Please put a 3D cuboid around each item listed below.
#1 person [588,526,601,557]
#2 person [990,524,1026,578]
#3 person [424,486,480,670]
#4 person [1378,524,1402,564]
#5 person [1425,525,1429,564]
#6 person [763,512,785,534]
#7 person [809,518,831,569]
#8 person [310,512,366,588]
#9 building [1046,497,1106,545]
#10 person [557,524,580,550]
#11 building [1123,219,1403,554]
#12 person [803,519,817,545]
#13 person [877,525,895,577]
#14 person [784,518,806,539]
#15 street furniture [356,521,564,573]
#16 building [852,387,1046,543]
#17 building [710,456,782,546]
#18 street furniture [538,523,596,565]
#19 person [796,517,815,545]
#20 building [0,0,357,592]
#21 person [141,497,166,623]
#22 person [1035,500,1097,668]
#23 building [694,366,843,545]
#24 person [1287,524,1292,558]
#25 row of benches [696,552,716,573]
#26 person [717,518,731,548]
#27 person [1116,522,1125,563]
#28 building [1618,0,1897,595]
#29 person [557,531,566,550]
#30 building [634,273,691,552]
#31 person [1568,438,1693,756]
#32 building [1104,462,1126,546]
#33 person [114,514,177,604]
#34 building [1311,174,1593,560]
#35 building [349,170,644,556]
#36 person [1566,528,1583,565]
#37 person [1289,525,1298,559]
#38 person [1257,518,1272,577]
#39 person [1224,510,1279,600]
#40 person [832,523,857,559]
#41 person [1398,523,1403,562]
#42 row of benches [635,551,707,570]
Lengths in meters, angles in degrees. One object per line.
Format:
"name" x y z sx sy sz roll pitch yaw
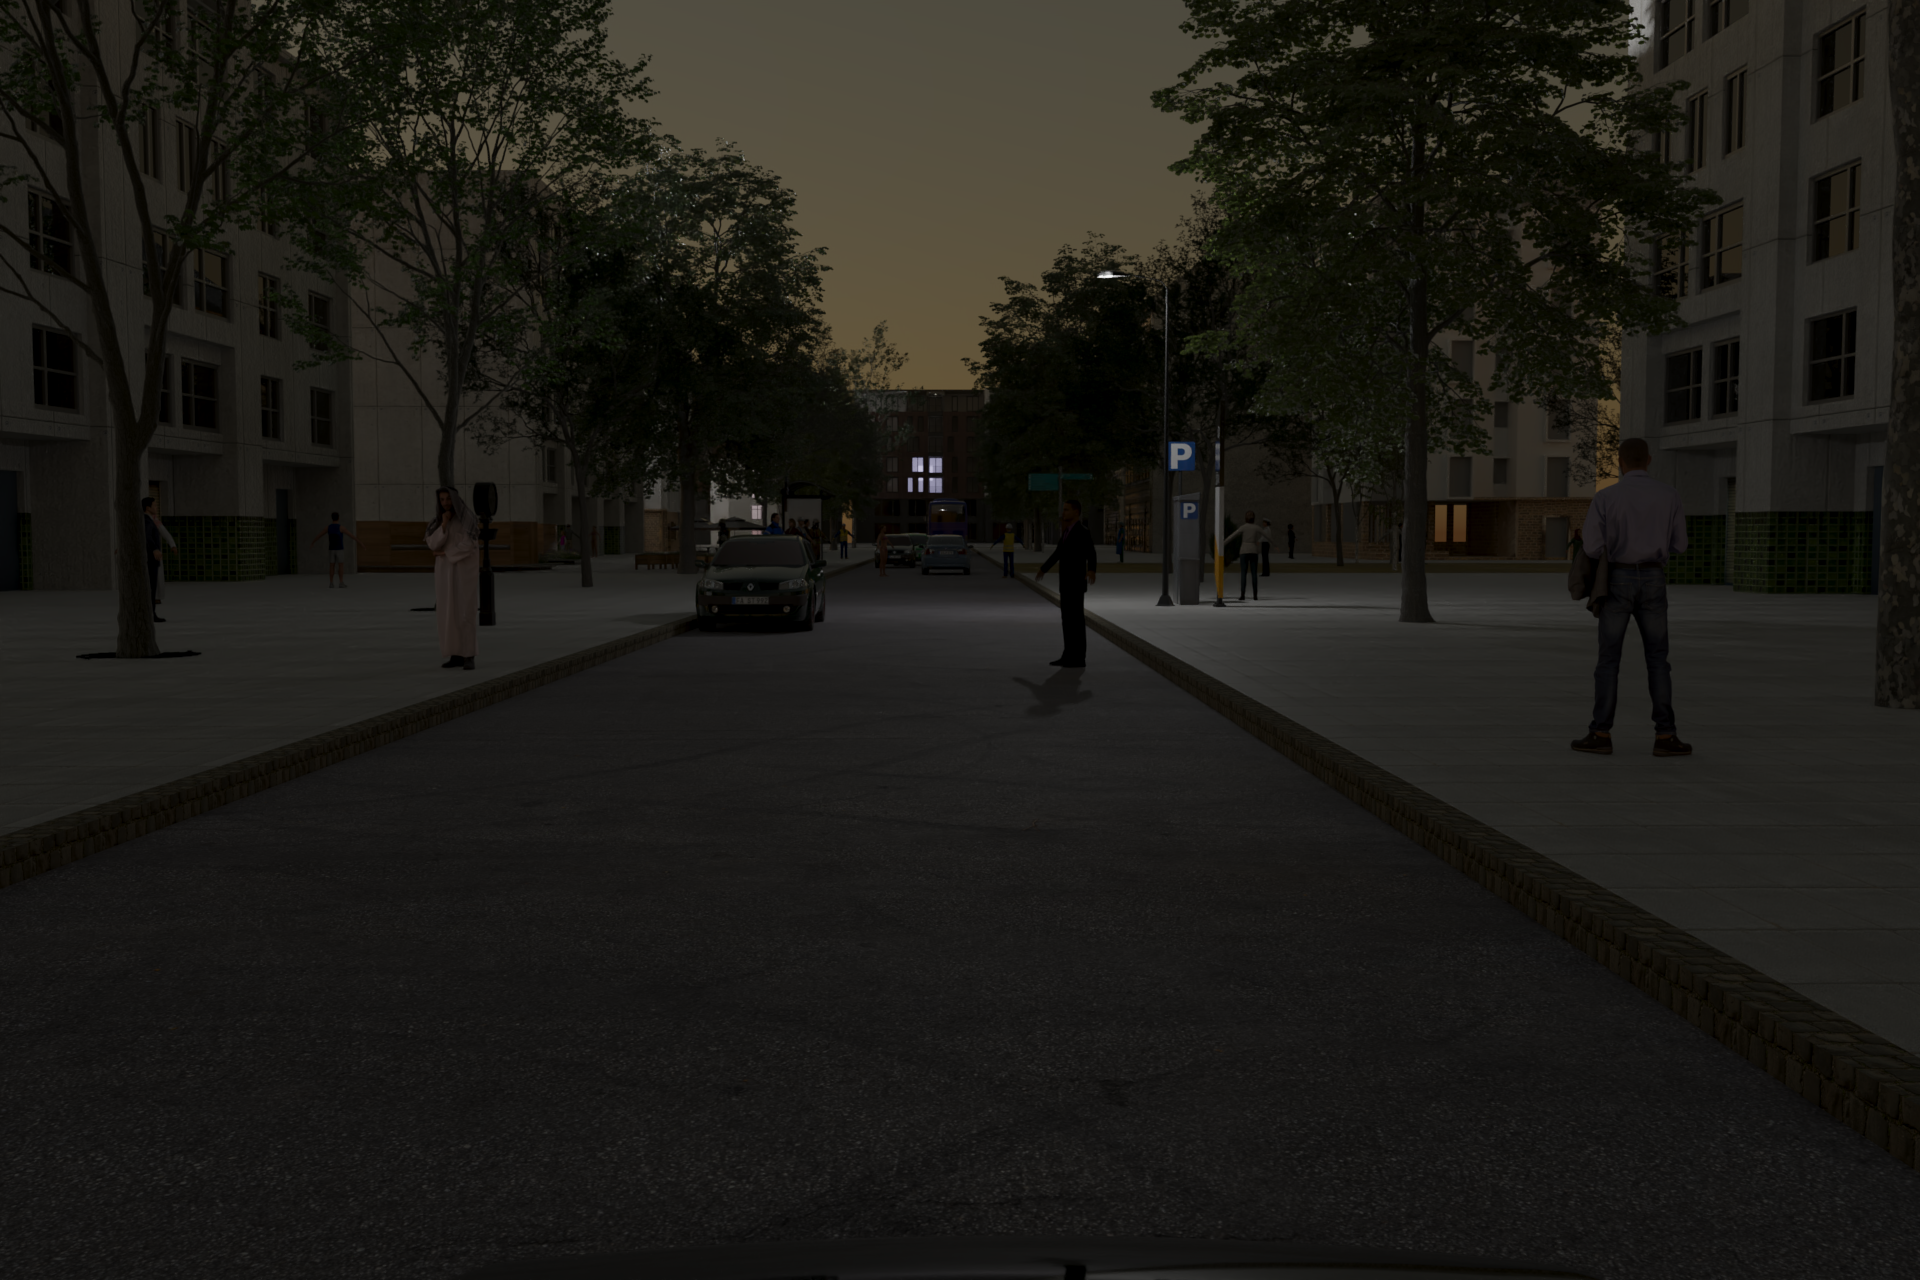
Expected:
"person" -20.116 -5.393 94.972 1.217 1.733 0.721 2 4 34
"person" 1.567 -2.905 56.419 1.216 1.772 0.721 -1 4 -14
"person" -4.842 -0.601 16.546 0.551 1.740 0.621 0 4 -7
"person" 18.732 -4.189 74.682 1.347 1.806 0.705 1 4 12
"person" 19.578 -4.109 73.116 0.705 1.837 1.347 0 4 8
"person" -4.694 -2.344 44.296 0.704 1.831 1.345 2 4 30
"person" -5.259 -3.521 63.342 0.705 1.858 1.354 3 5 40
"person" -14.917 -2.158 41.444 1.345 1.807 0.704 0 4 0
"building" 24.797 -23.080 221.334 27.936 21.610 32.646 0 4 0
"person" -19.843 -4.986 87.795 1.348 1.796 0.705 -1 4 -19
"building" 21.755 -17.805 122.044 19.493 23.208 18.063 0 3 0
"person" -5.383 -3.364 61.141 0.704 1.812 1.346 -2 4 -24
"person" -2.518 -3.012 58.498 0.721 1.733 1.217 1 4 23
"person" -4.811 -2.583 49.040 1.215 1.729 0.721 2 4 30
"street furniture" -18.577 -3.340 61.463 11.010 1.723 9.812 1 4 13
"building" 1.161 -24.892 253.412 32.646 21.610 27.936 0 4 0
"building" -23.564 -15.404 193.998 9.099 9.664 28.070 0 4 0
"street furniture" -18.870 -4.074 73.462 11.010 1.723 9.812 0 4 -7
"person" -5.204 -3.122 56.903 0.705 1.847 1.347 2 4 28
"building" -27.712 -10.566 39.220 16.747 18.905 31.486 0 3 0
"person" -11.772 -1.173 25.231 0.704 1.823 1.345 -2 4 -27
"person" 1.192 -0.615 18.732 0.704 1.802 1.346 -1 4 -23
"building" -29.910 -23.259 224.265 27.936 21.610 32.646 0 4 -1
"person" 17.721 -5.297 92.753 0.704 1.843 1.345 1 4 10
"row of benches" -8.429 -2.615 58.213 1.422 0.672 4.104 -2 4 -27
"person" -8.766 -3.545 63.737 0.705 1.856 1.354 -1 4 -14
"person" 7.065 -4.292 76.308 0.704 1.817 1.347 0 4 2
"building" 25.698 -9.955 29.221 16.747 18.905 31.486 0 4 0
"person" -18.775 -4.426 81.626 0.599 1.433 0.991 -3 4 -36
"building" -26.341 -16.506 126.295 16.016 20.090 11.380 0 4 -1
"person" 3.938 -0.262 10.188 0.709 1.838 0.599 1 4 10
"building" 25.962 -21.982 190.341 19.493 23.208 18.063 0 4 0
"person" -14.828 -1.560 31.651 1.347 1.811 0.704 1 4 16
"building" 25.249 -14.752 97.608 16.016 20.090 11.380 0 4 0
"building" -29.395 -14.291 100.109 16.747 18.905 31.486 0 4 -1
"person" 16.570 -2.271 46.347 0.989 1.438 0.599 -2 4 -25
"person" 17.123 -5.031 88.970 0.721 1.740 1.216 0 4 -5
"person" 9.167 -2.806 52.344 0.721 1.778 1.216 2 4 25
"person" 5.592 -1.639 33.561 1.215 1.744 0.721 0 4 -2
"person" -5.932 -5.060 88.702 1.349 1.833 0.705 -1 4 -23
"person" 20.363 -4.511 79.941 0.705 1.806 1.347 1 4 10
"row of benches" -10.558 -2.957 63.803 1.422 0.672 4.104 2 4 27
